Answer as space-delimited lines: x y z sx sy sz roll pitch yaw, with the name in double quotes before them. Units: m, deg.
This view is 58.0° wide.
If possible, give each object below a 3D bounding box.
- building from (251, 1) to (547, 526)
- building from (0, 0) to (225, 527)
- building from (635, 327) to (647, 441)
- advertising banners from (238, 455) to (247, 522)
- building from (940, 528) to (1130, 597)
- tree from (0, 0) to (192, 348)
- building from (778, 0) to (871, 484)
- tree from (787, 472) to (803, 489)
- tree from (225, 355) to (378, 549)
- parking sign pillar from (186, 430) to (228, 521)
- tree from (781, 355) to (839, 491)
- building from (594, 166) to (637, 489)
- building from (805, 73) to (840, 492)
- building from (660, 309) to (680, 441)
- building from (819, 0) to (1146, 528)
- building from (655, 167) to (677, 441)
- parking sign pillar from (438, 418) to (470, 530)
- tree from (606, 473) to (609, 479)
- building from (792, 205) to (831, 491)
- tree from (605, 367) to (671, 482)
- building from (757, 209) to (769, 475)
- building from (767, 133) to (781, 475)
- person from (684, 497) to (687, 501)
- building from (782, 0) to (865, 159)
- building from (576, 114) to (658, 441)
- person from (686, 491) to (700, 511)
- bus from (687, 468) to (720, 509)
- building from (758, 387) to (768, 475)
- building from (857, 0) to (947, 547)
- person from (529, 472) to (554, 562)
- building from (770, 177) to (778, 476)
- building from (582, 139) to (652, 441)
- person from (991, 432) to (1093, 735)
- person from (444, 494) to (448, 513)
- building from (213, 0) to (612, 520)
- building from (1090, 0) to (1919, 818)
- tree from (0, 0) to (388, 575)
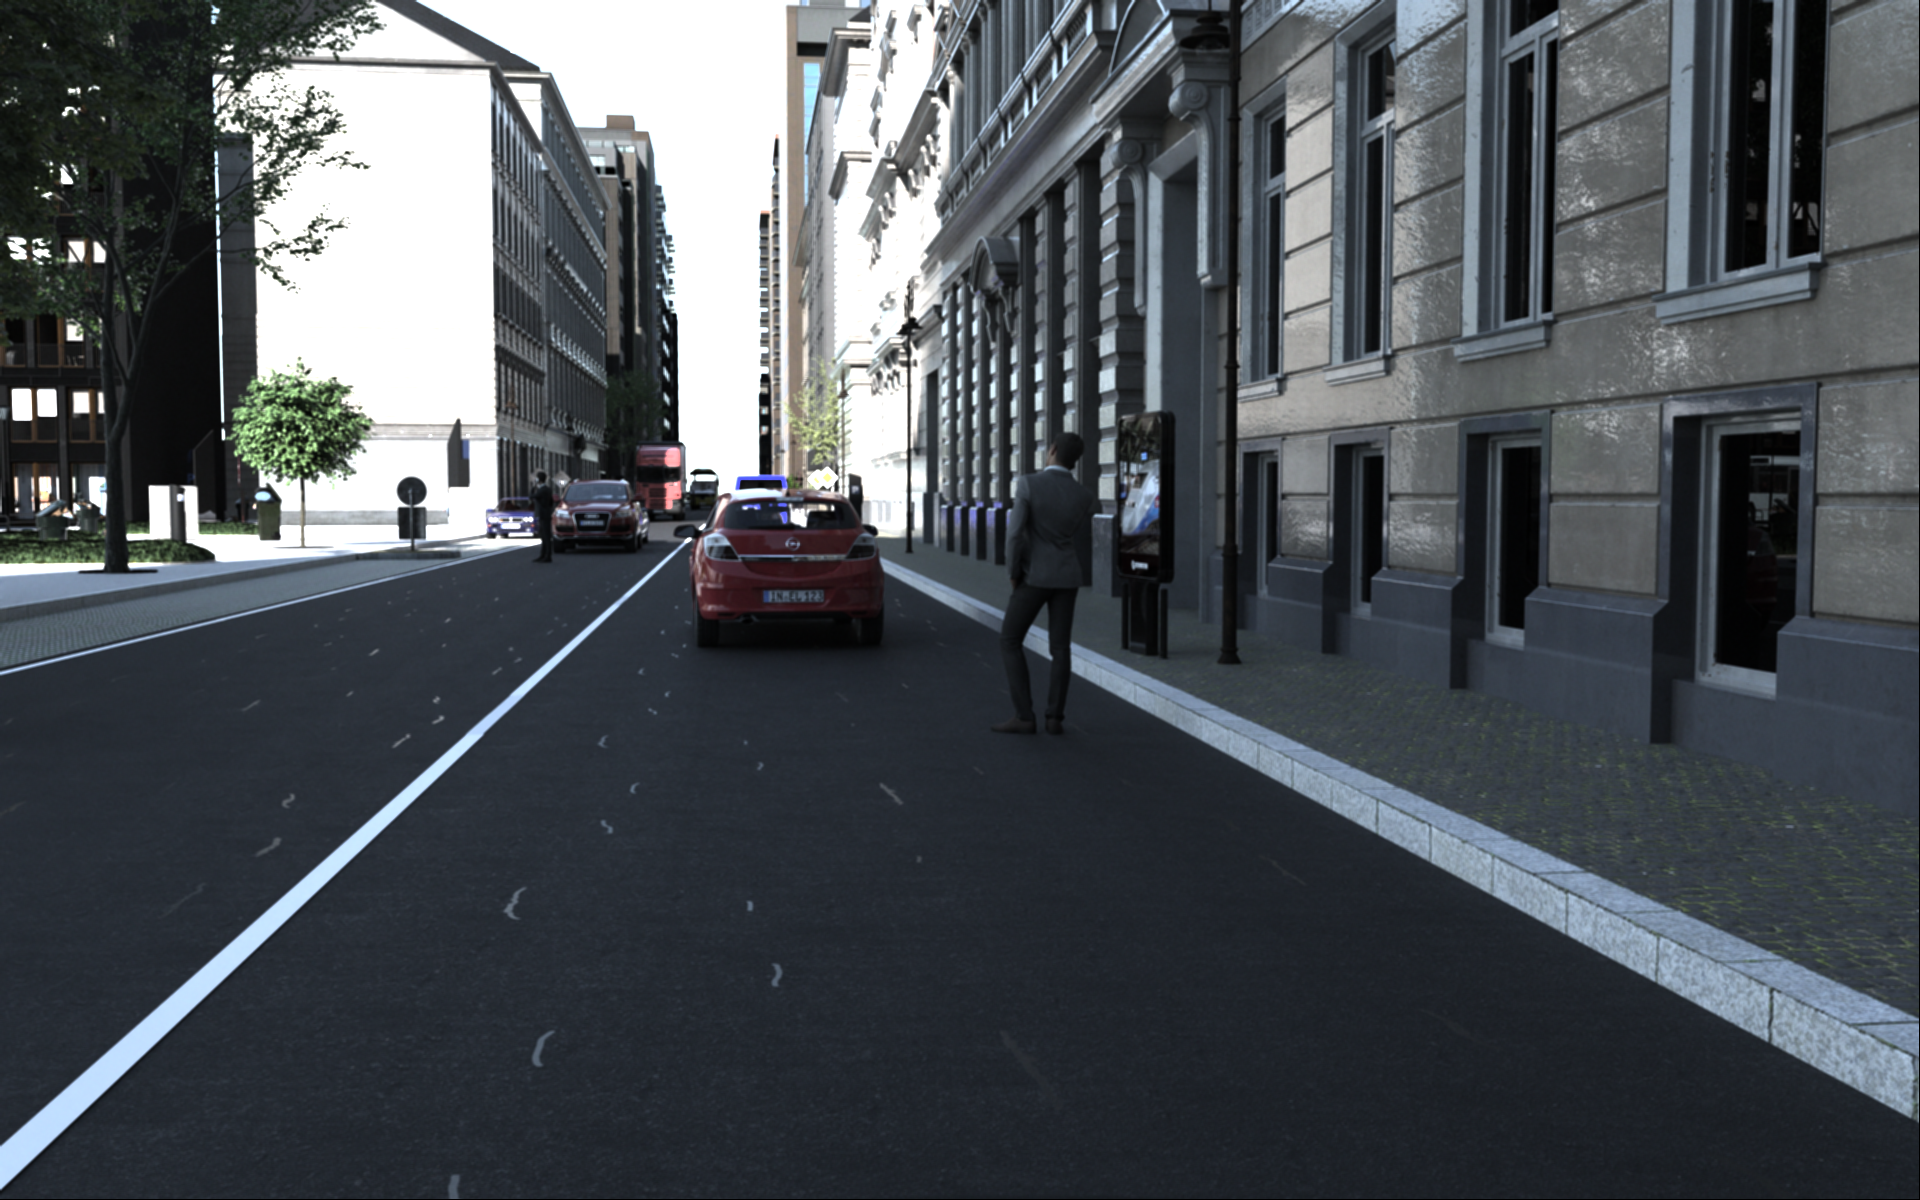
"building" -24.521 -13.999 78.040 9.793 20.994 18.267 0 4 -7
"building" -41.034 -14.834 72.217 15.834 23.373 12.332 0 4 -7
"building" -45.919 -20.014 172.273 27.650 21.520 28.899 0 4 -7
"advertising banners" -30.008 -4.659 72.370 0.090 3.025 2.074 -1 4 -15
"building" 5.466 -12.337 30.588 11.050 23.489 19.941 0 4 -7
"tree" -11.074 -6.016 16.486 7.486 12.596 7.792 0 3 0
"building" -8.152 -38.974 179.216 21.231 58.520 28.212 0 4 -7
"tree" -14.677 -9.512 150.124 1.663 3.219 1.824 0 3 0
"tree" -15.571 -3.501 40.960 4.285 4.588 4.351 0 3 0
"parking sign pillar" -31.676 -5.125 72.263 1.447 3.967 1.447 1 4 12
"tree" -6.776 -8.483 89.053 4.737 8.622 4.395 0 3 0
"building" -35.858 -23.231 151.527 14.160 30.474 14.107 0 4 -7
"building" -1.842 -19.109 105.941 14.314 27.812 24.014 0 4 -7
"building" -50.282 -30.169 264.956 14.160 30.474 14.107 0 4 -7
"building" 4.013 -15.183 77.122 19.941 23.489 11.050 0 4 -7
"building" -52.184 -38.023 241.285 23.786 49.044 30.456 0 4 -7
"parking sign pillar" -18.045 -4.516 62.306 1.447 3.967 1.447 -2 4 -32
"tree" -27.351 -8.478 133.211 1.663 3.219 1.824 0 3 0
"building" -4.276 -18.330 132.984 16.112 22.955 30.059 0 4 -7
"tree" -27.217 -13.174 141.150 9.928 11.665 9.643 0 3 0
"building" -19.271 -37.126 261.637 22.147 44.769 28.867 0 4 -7
"building" -11.467 -33.895 208.809 22.147 44.769 28.867 0 4 -7
"person" -35.142 -12.993 221.618 0.721 1.739 1.217 0 4 5
"building" -9.003 -31.074 158.173 14.600 45.320 14.200 0 4 -7
"building" -43.759 -34.122 208.013 14.600 45.320 14.200 0 4 -7
"person" -22.784 -8.481 147.880 1.217 1.735 0.721 -1 4 -21
"bus" -24.337 -10.611 165.034 2.896 3.916 12.252 0 4 -6
"building" -19.992 -27.357 292.327 27.650 21.520 28.899 0 4 -7
"building" 4.254 -16.220 52.595 14.401 28.519 23.554 0 4 -7
"person" -8.801 -1.744 36.378 0.474 1.900 0.648 0 4 -7
"building" -19.053 -36.015 238.948 14.600 45.320 14.200 0 4 -7
"building" -42.116 -31.214 193.936 14.154 41.232 14.086 0 4 -7
"person" 0.493 -0.105 10.401 0.592 1.802 0.473 -1 4 -10
"person" -19.444 -3.507 66.516 0.731 1.740 0.598 -1 4 -18
"building" -31.745 -20.295 108.242 17.030 29.872 44.131 0 4 -7
"building" 9.460 -13.754 10.782 13.634 28.700 20.117 0 4 -7
"tree" -13.592 -6.250 27.946 9.928 11.665 9.643 0 3 0
